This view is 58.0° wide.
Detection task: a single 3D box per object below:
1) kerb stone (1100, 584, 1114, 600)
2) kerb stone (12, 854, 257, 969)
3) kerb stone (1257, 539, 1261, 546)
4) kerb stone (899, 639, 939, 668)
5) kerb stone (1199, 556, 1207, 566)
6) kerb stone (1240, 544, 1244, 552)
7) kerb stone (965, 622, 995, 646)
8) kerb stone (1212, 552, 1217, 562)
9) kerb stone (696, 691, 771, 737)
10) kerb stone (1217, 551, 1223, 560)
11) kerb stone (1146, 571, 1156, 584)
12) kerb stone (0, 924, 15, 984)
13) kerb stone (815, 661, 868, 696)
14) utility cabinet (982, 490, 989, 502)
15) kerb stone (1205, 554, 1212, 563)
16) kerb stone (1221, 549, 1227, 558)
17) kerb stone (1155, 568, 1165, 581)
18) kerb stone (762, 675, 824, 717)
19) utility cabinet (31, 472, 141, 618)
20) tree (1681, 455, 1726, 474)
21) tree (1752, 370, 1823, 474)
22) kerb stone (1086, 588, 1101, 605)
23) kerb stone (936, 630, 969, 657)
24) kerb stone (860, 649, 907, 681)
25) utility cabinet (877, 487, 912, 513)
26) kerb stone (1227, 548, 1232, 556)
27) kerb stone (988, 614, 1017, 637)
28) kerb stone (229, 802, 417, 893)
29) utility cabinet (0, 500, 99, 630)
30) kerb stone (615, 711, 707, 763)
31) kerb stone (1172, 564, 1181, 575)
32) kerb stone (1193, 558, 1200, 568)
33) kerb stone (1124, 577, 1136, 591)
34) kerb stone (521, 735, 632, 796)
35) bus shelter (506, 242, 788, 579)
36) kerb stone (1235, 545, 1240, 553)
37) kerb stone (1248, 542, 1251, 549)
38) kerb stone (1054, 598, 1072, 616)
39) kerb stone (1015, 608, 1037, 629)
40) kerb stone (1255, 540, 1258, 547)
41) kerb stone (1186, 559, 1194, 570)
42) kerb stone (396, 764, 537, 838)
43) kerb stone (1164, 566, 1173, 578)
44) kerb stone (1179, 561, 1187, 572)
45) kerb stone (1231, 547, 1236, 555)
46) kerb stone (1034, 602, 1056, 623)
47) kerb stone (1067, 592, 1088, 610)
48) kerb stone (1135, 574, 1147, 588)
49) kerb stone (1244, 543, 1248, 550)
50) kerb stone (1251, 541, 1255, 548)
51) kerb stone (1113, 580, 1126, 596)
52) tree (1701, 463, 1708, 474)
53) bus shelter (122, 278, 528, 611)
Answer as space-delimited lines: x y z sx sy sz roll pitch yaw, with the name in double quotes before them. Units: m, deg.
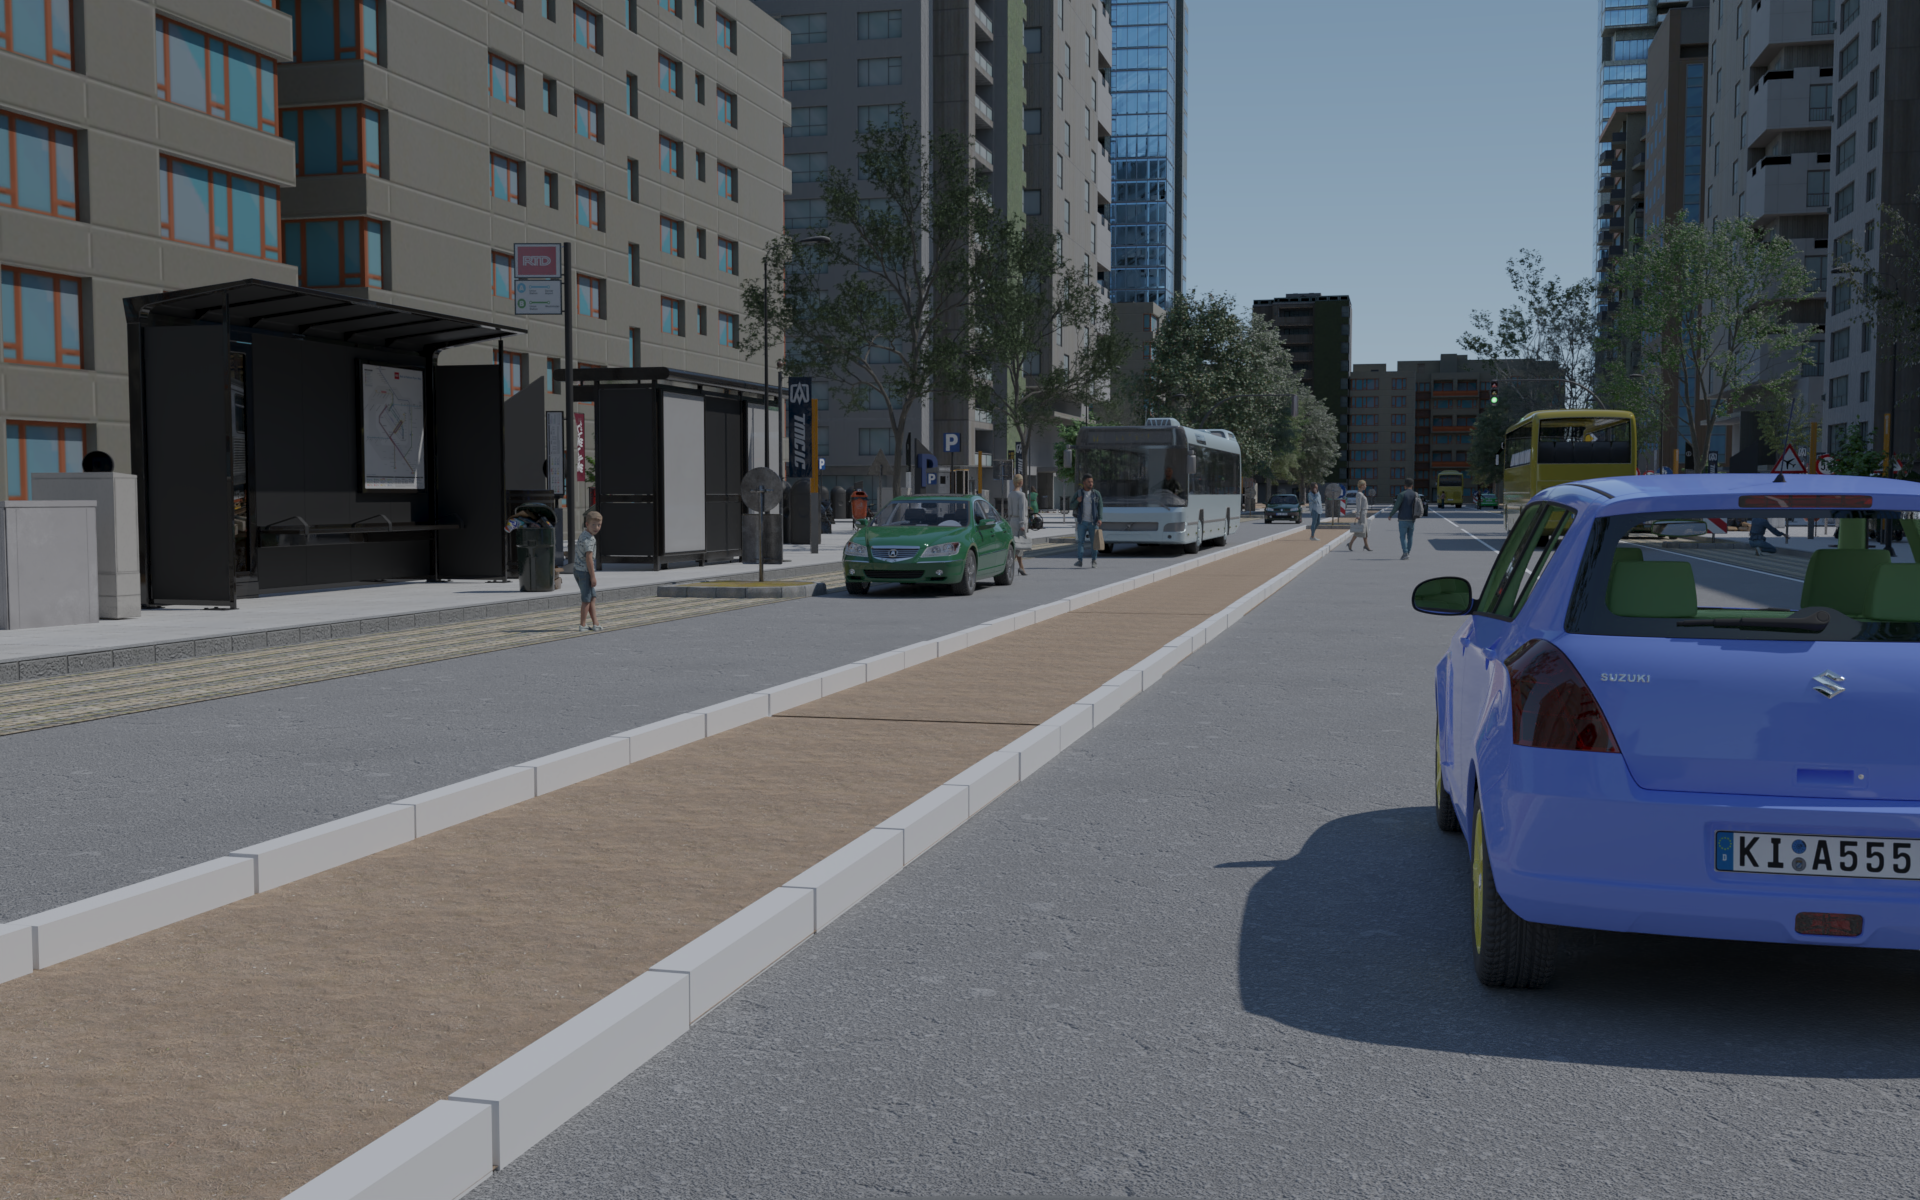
"kerb stone" 1.916 -0.082 23.530 0.120 0.150 1.000 1 4 14
"kerb stone" -2.688 1.019 5.678 0.120 0.150 1.000 1 4 14
"kerb stone" 8.054 -1.537 47.357 0.120 0.150 1.000 1 4 14
"kerb stone" -0.385 0.464 14.615 0.120 0.150 1.000 1 4 14
"kerb stone" 4.739 -0.750 34.463 0.120 0.150 1.000 1 4 14
"kerb stone" 6.789 -1.236 42.399 0.120 0.150 1.000 1 4 14
"kerb stone" 0.135 0.350 16.597 0.120 0.150 1.000 1 4 14
"kerb stone" 5.247 -0.872 36.449 0.120 0.150 1.000 1 4 14
"kerb stone" -1.413 0.708 10.636 0.120 0.150 1.000 1 4 14
"kerb stone" 5.512 -0.932 37.442 0.120 0.150 1.000 1 4 14
"kerb stone" 2.941 -0.325 27.510 0.120 0.150 1.000 1 4 14
"kerb stone" -2.940 1.071 4.679 0.120 0.150 1.000 1 4 14
"kerb stone" -0.897 0.589 12.627 0.120 0.150 1.000 1 4 14
"utility cabinet" 1.869 -6.426 113.744 1.173 1.500 0.318 -2 4 -25
"kerb stone" 4.993 -0.809 35.454 0.120 0.150 1.000 1 4 14
"kerb stone" 5.760 -0.991 38.436 0.120 0.150 1.000 1 4 14
"kerb stone" 3.205 -0.386 28.510 0.120 0.150 1.000 1 4 14
"kerb stone" -1.151 0.647 11.624 0.120 0.150 1.000 1 4 14
"utility cabinet" -9.027 -0.564 17.905 1.173 1.500 0.318 2 4 23
"tree" 59.217 -9.425 137.806 4.285 4.588 4.351 0 3 0
"tree" 48.661 -9.280 102.086 4.737 8.622 4.395 0 3 0
"kerb stone" 1.660 -0.021 22.541 0.120 0.150 1.000 1 4 14
"kerb stone" -0.119 0.410 15.606 0.120 0.150 1.000 1 4 14
"kerb stone" -0.637 0.525 13.618 0.120 0.150 1.000 1 4 14
"utility cabinet" -2.193 -3.023 58.113 1.173 1.500 0.318 2 4 29
"kerb stone" 6.017 -1.054 39.426 0.120 0.150 1.000 1 4 14
"kerb stone" 0.383 0.282 17.590 0.120 0.150 1.000 1 4 14
"kerb stone" -2.431 0.950 6.666 0.120 0.150 1.000 1 4 14
"utility cabinet" -8.906 -0.346 16.819 0.306 1.237 1.020 2 4 23
"kerb stone" -1.674 0.768 9.642 0.120 0.150 1.000 1 4 14
"kerb stone" 3.716 -0.506 30.490 0.120 0.150 1.000 1 4 14
"kerb stone" 4.473 -0.689 33.466 0.120 0.150 1.000 1 4 14
"kerb stone" 2.427 -0.200 25.521 0.120 0.150 1.000 1 4 14
"kerb stone" -1.923 0.829 8.646 0.120 0.150 1.000 1 4 14
"bus shelter" -5.407 -3.211 30.137 2.179 5.291 8.768 1 4 15
"kerb stone" 6.527 -1.174 41.410 0.120 0.150 1.000 1 4 14
"kerb stone" 7.299 -1.357 44.379 0.120 0.150 1.000 1 4 14
"kerb stone" 1.146 0.109 20.561 0.120 0.150 1.000 1 4 14
"kerb stone" 0.638 0.224 18.580 0.120 0.150 1.000 1 4 14
"kerb stone" 7.802 -1.478 46.362 0.120 0.150 1.000 1 4 14
"kerb stone" 4.224 -0.629 32.474 0.120 0.150 1.000 1 4 14
"kerb stone" -2.181 0.889 7.657 0.120 0.150 1.000 1 4 14
"kerb stone" 3.454 -0.447 29.502 0.120 0.150 1.000 1 4 14
"kerb stone" 3.963 -0.568 31.486 0.120 0.150 1.000 1 4 14
"kerb stone" 6.268 -1.108 40.419 0.120 0.150 1.000 1 4 14
"kerb stone" 0.898 0.161 19.569 0.120 0.150 1.000 1 4 14
"kerb stone" 1.408 0.039 21.550 0.120 0.150 1.000 1 4 14
"kerb stone" 2.688 -0.264 26.519 0.120 0.150 1.000 1 4 14
"kerb stone" 7.040 -1.296 43.390 0.120 0.150 1.000 1 4 14
"kerb stone" 7.552 -1.417 45.370 0.120 0.150 1.000 1 4 14
"kerb stone" 2.171 -0.143 24.527 0.120 0.150 1.000 1 4 14
"tree" 38.907 -5.855 90.325 1.663 3.219 1.824 0 3 0
"bus shelter" -7.772 -1.885 22.108 1.731 3.624 6.357 1 4 14
